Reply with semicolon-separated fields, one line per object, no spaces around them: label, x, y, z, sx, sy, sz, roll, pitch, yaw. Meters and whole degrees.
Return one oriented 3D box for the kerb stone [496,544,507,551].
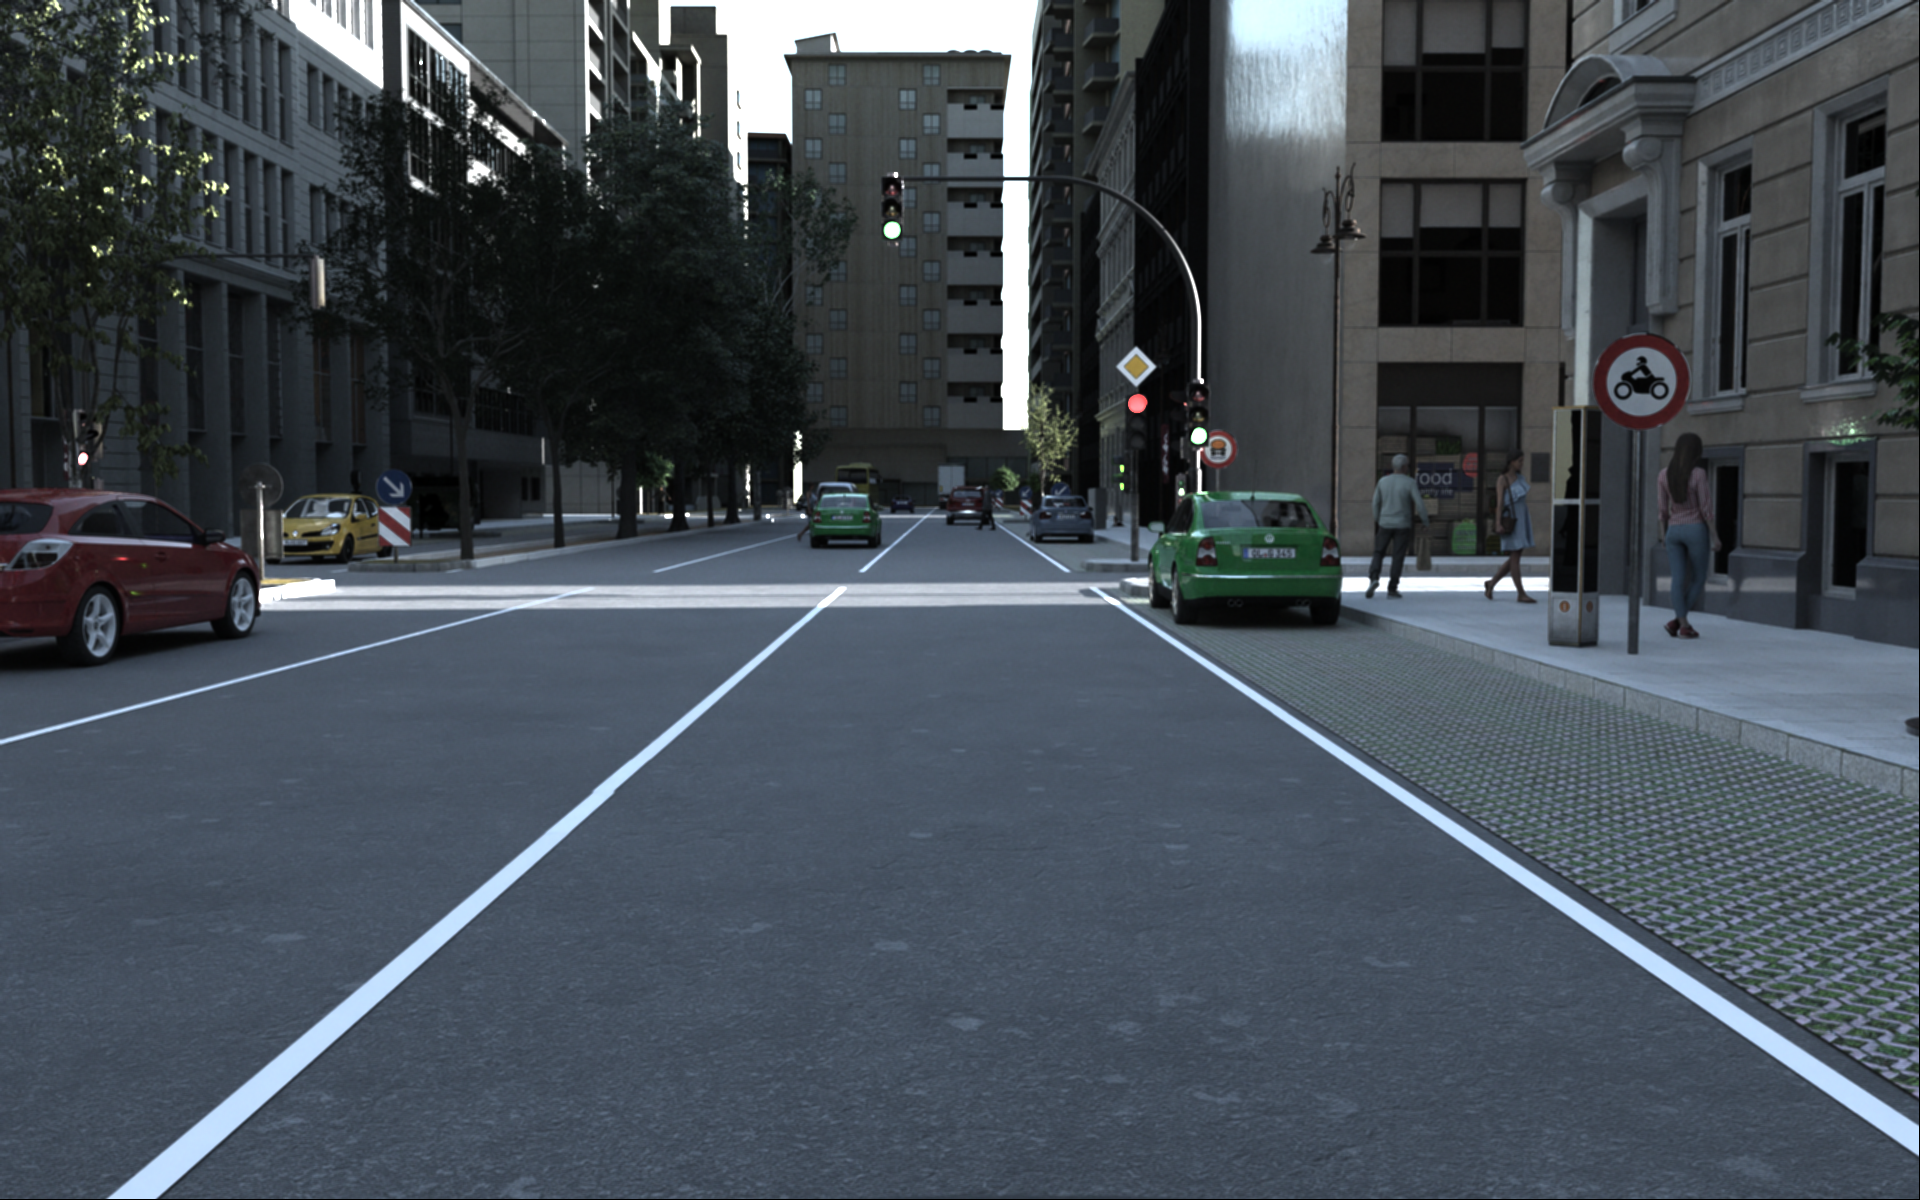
kerb stone;-11.573;-1.285;43.261;0.120;0.150;1.000;0;4;0

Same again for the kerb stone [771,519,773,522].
kerb stone;-9.663;-3.985;87.349;0.120;0.150;1.000;0;4;0

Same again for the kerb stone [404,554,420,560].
kerb stone;-11.529;-0.850;36.093;0.120;0.150;1.000;0;4;0

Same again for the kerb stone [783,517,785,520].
kerb stone;-9.691;-4.362;93.515;0.120;0.150;1.000;0;4;0

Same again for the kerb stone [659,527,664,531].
kerb stone;-11.670;-2.727;66.804;0.120;0.150;1.000;0;4;0

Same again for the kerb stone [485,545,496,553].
kerb stone;-11.570;-1.225;42.230;0.120;0.150;1.000;0;4;0

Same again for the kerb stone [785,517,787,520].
kerb stone;-9.688;-4.425;94.538;0.120;0.150;1.000;0;4;0

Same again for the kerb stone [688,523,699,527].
kerb stone;-11.715;-3.293;76.036;0.120;0.150;1.000;0;4;0

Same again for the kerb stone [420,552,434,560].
kerb stone;-11.542;-0.913;37.118;0.120;0.150;1.000;0;4;0

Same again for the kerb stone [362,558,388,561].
kerb stone;-11.527;-0.725;34.042;0.120;0.150;1.000;0;4;0

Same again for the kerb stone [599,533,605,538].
kerb stone;-11.625;-2.040;55.550;0.120;0.150;1.000;0;4;0

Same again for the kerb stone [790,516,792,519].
kerb stone;-9.707;-4.612;97.606;0.120;0.150;1.000;0;4;0

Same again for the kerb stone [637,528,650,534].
kerb stone;-11.656;-2.541;63.735;0.120;0.150;1.000;0;4;0

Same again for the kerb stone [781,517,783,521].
kerb stone;-9.685;-4.299;92.489;0.120;0.150;1.000;0;4;0

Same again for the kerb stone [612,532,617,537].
kerb stone;-11.626;-2.165;57.597;0.120;0.150;1.000;0;4;0

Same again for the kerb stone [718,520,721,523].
kerb stone;-11.744;-3.730;83.216;0.120;0.150;1.000;0;4;0

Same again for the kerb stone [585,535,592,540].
kerb stone;-11.619;-1.914;53.496;0.120;0.150;1.000;0;4;0

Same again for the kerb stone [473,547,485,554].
kerb stone;-11.559;-1.163;41.208;0.120;0.150;1.000;0;4;0

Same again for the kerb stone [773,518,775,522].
kerb stone;-9.671;-4.045;88.379;0.120;0.150;1.000;0;4;0

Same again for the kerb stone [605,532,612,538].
kerb stone;-11.623;-2.103;56.575;0.120;0.150;1.000;0;4;0

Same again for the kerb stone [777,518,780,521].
kerb stone;-9.667;-4.173;90.444;0.120;0.150;1.000;0;4;0

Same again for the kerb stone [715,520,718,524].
kerb stone;-11.743;-3.668;82.173;0.120;0.150;1.000;0;4;0

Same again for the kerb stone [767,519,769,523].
kerb stone;-9.650;-3.854;85.300;0.120;0.150;1.000;0;4;0

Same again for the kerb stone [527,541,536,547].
kerb stone;-11.580;-1.476;46.330;0.120;0.150;1.000;0;4;0

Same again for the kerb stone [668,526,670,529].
kerb stone;-11.679;-2.852;68.854;0.120;0.150;1.000;0;4;0

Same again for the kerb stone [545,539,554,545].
kerb stone;-11.585;-1.596;48.377;0.120;0.150;1.000;0;4;0

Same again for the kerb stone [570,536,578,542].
kerb stone;-11.601;-1.789;51.446;0.120;0.150;1.000;0;4;0

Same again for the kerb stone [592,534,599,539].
kerb stone;-11.623;-1.977;54.524;0.120;0.150;1.000;0;4;0

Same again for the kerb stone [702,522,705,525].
kerb stone;-11.728;-3.411;78.084;0.120;0.150;1.000;0;4;0

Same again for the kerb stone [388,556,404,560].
kerb stone;-11.532;-0.785;35.071;0.120;0.150;1.000;0;4;0

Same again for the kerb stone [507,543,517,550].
kerb stone;-11.575;-1.351;44.283;0.120;0.150;1.000;0;4;0

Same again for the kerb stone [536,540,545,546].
kerb stone;-11.587;-1.538;47.352;0.120;0.150;1.000;0;4;0

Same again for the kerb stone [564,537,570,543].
kerb stone;-11.602;-1.727;50.424;0.120;0.150;1.000;0;4;0

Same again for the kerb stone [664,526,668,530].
kerb stone;-11.681;-2.791;67.832;0.120;0.150;1.000;0;4;0

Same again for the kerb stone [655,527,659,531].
kerb stone;-11.667;-2.666;65.781;0.120;0.150;1.000;0;4;0

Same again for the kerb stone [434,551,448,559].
kerb stone;-11.542;-0.975;38.141;0.120;0.150;1.000;0;4;0

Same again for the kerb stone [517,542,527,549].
kerb stone;-11.582;-1.408;45.308;0.120;0.150;1.000;0;4;0

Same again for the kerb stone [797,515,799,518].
kerb stone;-9.724;-4.863;101.712;0.120;0.150;1.000;0;4;0

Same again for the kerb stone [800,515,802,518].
kerb stone;-9.739;-4.989;103.765;0.120;0.150;1.000;0;4;0

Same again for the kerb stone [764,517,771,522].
kerb stone;-9.658;-3.922;86.326;0.120;0.150;1.000;0;4;0

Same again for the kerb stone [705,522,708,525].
kerb stone;-11.716;-3.481;79.106;0.120;0.150;1.000;0;4;0

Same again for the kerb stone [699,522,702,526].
kerb stone;-11.722;-3.350;77.062;0.120;0.150;1.000;0;4;0

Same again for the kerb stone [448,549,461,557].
kerb stone;-11.544;-1.038;39.163;0.120;0.150;1.000;0;4;0

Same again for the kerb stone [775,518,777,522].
kerb stone;-9.672;-4.111;89.417;0.120;0.150;1.000;0;4;0

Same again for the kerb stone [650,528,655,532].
kerb stone;-11.662;-2.603;64.757;0.120;0.150;1.000;0;4;0

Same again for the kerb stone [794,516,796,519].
kerb stone;-9.716;-4.737;99.660;0.120;0.150;1.000;0;4;0

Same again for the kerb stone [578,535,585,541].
kerb stone;-11.596;-1.852;52.468;0.120;0.150;1.000;0;4;0

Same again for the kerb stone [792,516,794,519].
kerb stone;-9.713;-4.673;98.637;0.120;0.150;1.000;0;4;0

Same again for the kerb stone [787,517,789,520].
kerb stone;-9.697;-4.487;95.561;0.120;0.150;1.000;0;4;0
